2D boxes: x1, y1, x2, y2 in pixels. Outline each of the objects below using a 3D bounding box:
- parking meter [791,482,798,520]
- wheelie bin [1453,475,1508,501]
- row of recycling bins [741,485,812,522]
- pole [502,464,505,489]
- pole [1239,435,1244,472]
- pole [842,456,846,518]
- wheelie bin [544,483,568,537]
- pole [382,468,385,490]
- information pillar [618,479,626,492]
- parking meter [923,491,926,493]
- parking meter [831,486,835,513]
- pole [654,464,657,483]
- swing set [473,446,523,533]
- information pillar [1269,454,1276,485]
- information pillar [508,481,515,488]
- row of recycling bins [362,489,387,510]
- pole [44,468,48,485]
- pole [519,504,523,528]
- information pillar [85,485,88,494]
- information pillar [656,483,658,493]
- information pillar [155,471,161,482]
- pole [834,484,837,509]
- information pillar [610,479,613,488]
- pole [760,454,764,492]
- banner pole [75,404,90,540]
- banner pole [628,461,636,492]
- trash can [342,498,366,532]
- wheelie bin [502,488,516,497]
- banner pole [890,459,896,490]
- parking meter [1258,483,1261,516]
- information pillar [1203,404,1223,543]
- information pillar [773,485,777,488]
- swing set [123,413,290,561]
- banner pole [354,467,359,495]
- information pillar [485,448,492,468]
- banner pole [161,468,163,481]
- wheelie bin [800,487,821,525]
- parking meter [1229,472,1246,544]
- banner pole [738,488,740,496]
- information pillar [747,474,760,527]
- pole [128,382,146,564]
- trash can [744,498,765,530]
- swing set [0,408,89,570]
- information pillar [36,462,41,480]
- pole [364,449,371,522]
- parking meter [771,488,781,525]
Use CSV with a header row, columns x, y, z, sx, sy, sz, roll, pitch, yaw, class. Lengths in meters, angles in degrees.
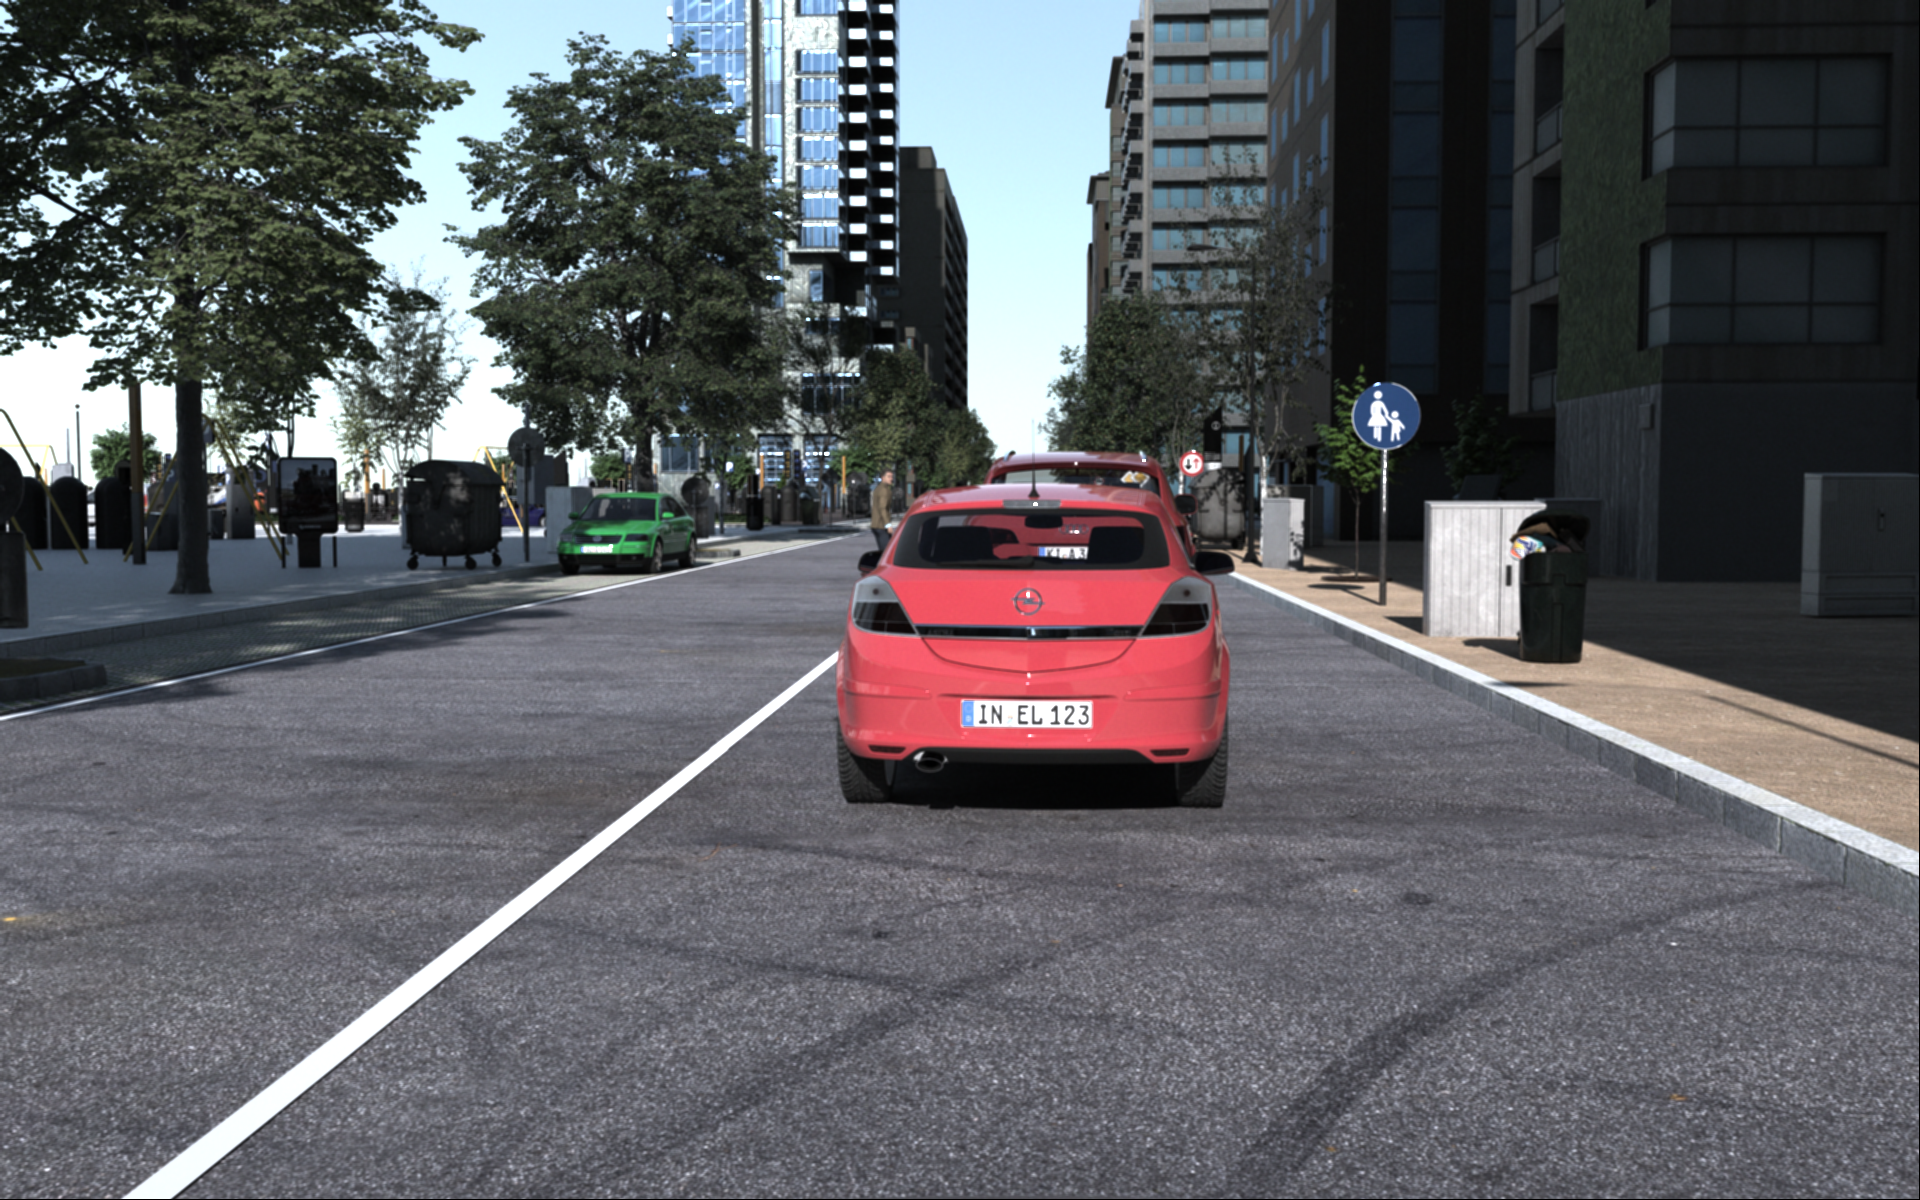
x,y,z,sx,sy,sz,roll,pitch,yaw,class
-8.162,-4.874,85.397,0.255,1.863,0.399,-2,4,-25,parking meter
8.555,-1.255,28.433,0.980,1.594,0.693,3,5,40,wheelie bin
-8.485,-4.531,81.194,3.534,1.692,1.069,0,4,-6,row of recycling bins
-30.767,-7.519,116.776,0.158,3.312,0.155,0,3,0,pole
9.775,-4.060,60.231,0.158,3.312,0.155,0,3,0,pole
-6.238,-6.061,92.941,0.158,3.312,0.155,0,3,0,pole
-11.992,-2.667,51.513,0.980,1.594,0.693,1,4,10,wheelie bin
-45.866,-8.809,137.873,0.158,3.312,0.155,0,3,0,pole
-16.442,-4.891,84.456,0.304,2.012,0.304,1,4,17,information pillar
-3.011,-8.542,148.066,0.372,1.533,0.369,0,3,0,parking meter
-8.772,-6.960,119.500,0.255,1.863,0.399,-1,4,-16,parking meter
-20.547,-7.524,116.857,0.158,3.312,0.155,0,3,0,pole
-15.240,-3.689,57.937,2.862,2.851,3.119,1,4,11,swing set
15.266,-5.679,84.205,0.504,3.616,0.183,2,4,28,information pillar
-25.074,-5.647,96.822,0.304,2.012,0.304,-3,5,-43,information pillar
-43.865,-7.639,132.017,1.069,1.692,3.534,2,4,26,row of recycling bins
-71.273,-8.640,135.115,0.158,3.312,0.155,0,3,0,pole
-16.642,-4.394,65.693,0.158,3.312,0.155,0,3,0,pole
-69.523,-8.146,137.684,0.304,2.012,0.304,3,5,44,information pillar
-19.441,-6.481,110.448,0.304,2.012,0.304,2,4,27,information pillar
-60.796,-8.562,131.335,0.504,3.616,0.183,1,4,23,information pillar
-10.585,-9.374,147.108,0.158,3.312,0.155,0,3,0,pole
-16.975,-4.852,83.830,0.304,2.012,0.304,0,4,-7,information pillar
-10.195,-5.828,89.127,0.158,3.312,0.155,0,3,0,pole
-24.601,-3.571,48.407,0.401,3.779,0.863,-2,4,-24,banner pole
-24.606,-8.544,129.710,0.863,3.779,0.401,-1,4,-13,banner pole
-20.338,-2.844,58.152,0.748,1.137,0.748,0,3,0,trash can
-22.832,-4.921,88.359,0.980,1.594,0.693,-1,4,-12,wheelie bin
-4.719,-8.042,121.508,0.401,3.779,0.863,-3,4,-39,banner pole
15.649,-5.140,89.745,0.399,1.863,0.255,1,4,16,parking meter
6.627,-3.303,45.362,0.504,3.616,0.183,1,4,19,information pillar
-15.404,-8.540,144.114,0.304,2.012,0.304,0,4,1,information pillar
-15.081,-2.273,34.788,2.862,2.851,3.119,-1,4,-19,swing set
-49.594,-9.311,142.255,0.863,3.779,0.401,3,5,41,banner pole
-23.271,-5.757,85.475,0.504,3.616,0.183,3,5,42,information pillar
-67.345,-9.527,145.785,0.863,3.779,0.401,1,4,10,banner pole
-6.301,-3.955,72.568,0.693,1.594,0.980,2,4,25,wheelie bin
7.179,-2.391,44.807,0.399,1.863,0.255,-2,4,-30,parking meter
-17.625,-9.148,139.580,0.863,3.779,0.401,1,4,19,banner pole
-7.659,-3.647,64.115,0.304,2.012,0.304,-3,5,-43,information pillar
-14.996,-2.307,31.558,0.158,3.312,0.155,0,3,0,pole
-7.254,-3.035,61.268,0.748,1.137,0.748,0,3,0,trash can
-17.200,-1.999,30.312,2.862,2.851,3.119,-1,4,-13,swing set
-66.717,-8.201,125.435,0.183,3.616,0.504,0,4,5,information pillar
-27.110,-5.222,79.228,0.158,3.312,0.155,0,3,0,pole
-7.639,-3.885,71.928,0.372,1.533,0.369,0,3,0,parking meter
